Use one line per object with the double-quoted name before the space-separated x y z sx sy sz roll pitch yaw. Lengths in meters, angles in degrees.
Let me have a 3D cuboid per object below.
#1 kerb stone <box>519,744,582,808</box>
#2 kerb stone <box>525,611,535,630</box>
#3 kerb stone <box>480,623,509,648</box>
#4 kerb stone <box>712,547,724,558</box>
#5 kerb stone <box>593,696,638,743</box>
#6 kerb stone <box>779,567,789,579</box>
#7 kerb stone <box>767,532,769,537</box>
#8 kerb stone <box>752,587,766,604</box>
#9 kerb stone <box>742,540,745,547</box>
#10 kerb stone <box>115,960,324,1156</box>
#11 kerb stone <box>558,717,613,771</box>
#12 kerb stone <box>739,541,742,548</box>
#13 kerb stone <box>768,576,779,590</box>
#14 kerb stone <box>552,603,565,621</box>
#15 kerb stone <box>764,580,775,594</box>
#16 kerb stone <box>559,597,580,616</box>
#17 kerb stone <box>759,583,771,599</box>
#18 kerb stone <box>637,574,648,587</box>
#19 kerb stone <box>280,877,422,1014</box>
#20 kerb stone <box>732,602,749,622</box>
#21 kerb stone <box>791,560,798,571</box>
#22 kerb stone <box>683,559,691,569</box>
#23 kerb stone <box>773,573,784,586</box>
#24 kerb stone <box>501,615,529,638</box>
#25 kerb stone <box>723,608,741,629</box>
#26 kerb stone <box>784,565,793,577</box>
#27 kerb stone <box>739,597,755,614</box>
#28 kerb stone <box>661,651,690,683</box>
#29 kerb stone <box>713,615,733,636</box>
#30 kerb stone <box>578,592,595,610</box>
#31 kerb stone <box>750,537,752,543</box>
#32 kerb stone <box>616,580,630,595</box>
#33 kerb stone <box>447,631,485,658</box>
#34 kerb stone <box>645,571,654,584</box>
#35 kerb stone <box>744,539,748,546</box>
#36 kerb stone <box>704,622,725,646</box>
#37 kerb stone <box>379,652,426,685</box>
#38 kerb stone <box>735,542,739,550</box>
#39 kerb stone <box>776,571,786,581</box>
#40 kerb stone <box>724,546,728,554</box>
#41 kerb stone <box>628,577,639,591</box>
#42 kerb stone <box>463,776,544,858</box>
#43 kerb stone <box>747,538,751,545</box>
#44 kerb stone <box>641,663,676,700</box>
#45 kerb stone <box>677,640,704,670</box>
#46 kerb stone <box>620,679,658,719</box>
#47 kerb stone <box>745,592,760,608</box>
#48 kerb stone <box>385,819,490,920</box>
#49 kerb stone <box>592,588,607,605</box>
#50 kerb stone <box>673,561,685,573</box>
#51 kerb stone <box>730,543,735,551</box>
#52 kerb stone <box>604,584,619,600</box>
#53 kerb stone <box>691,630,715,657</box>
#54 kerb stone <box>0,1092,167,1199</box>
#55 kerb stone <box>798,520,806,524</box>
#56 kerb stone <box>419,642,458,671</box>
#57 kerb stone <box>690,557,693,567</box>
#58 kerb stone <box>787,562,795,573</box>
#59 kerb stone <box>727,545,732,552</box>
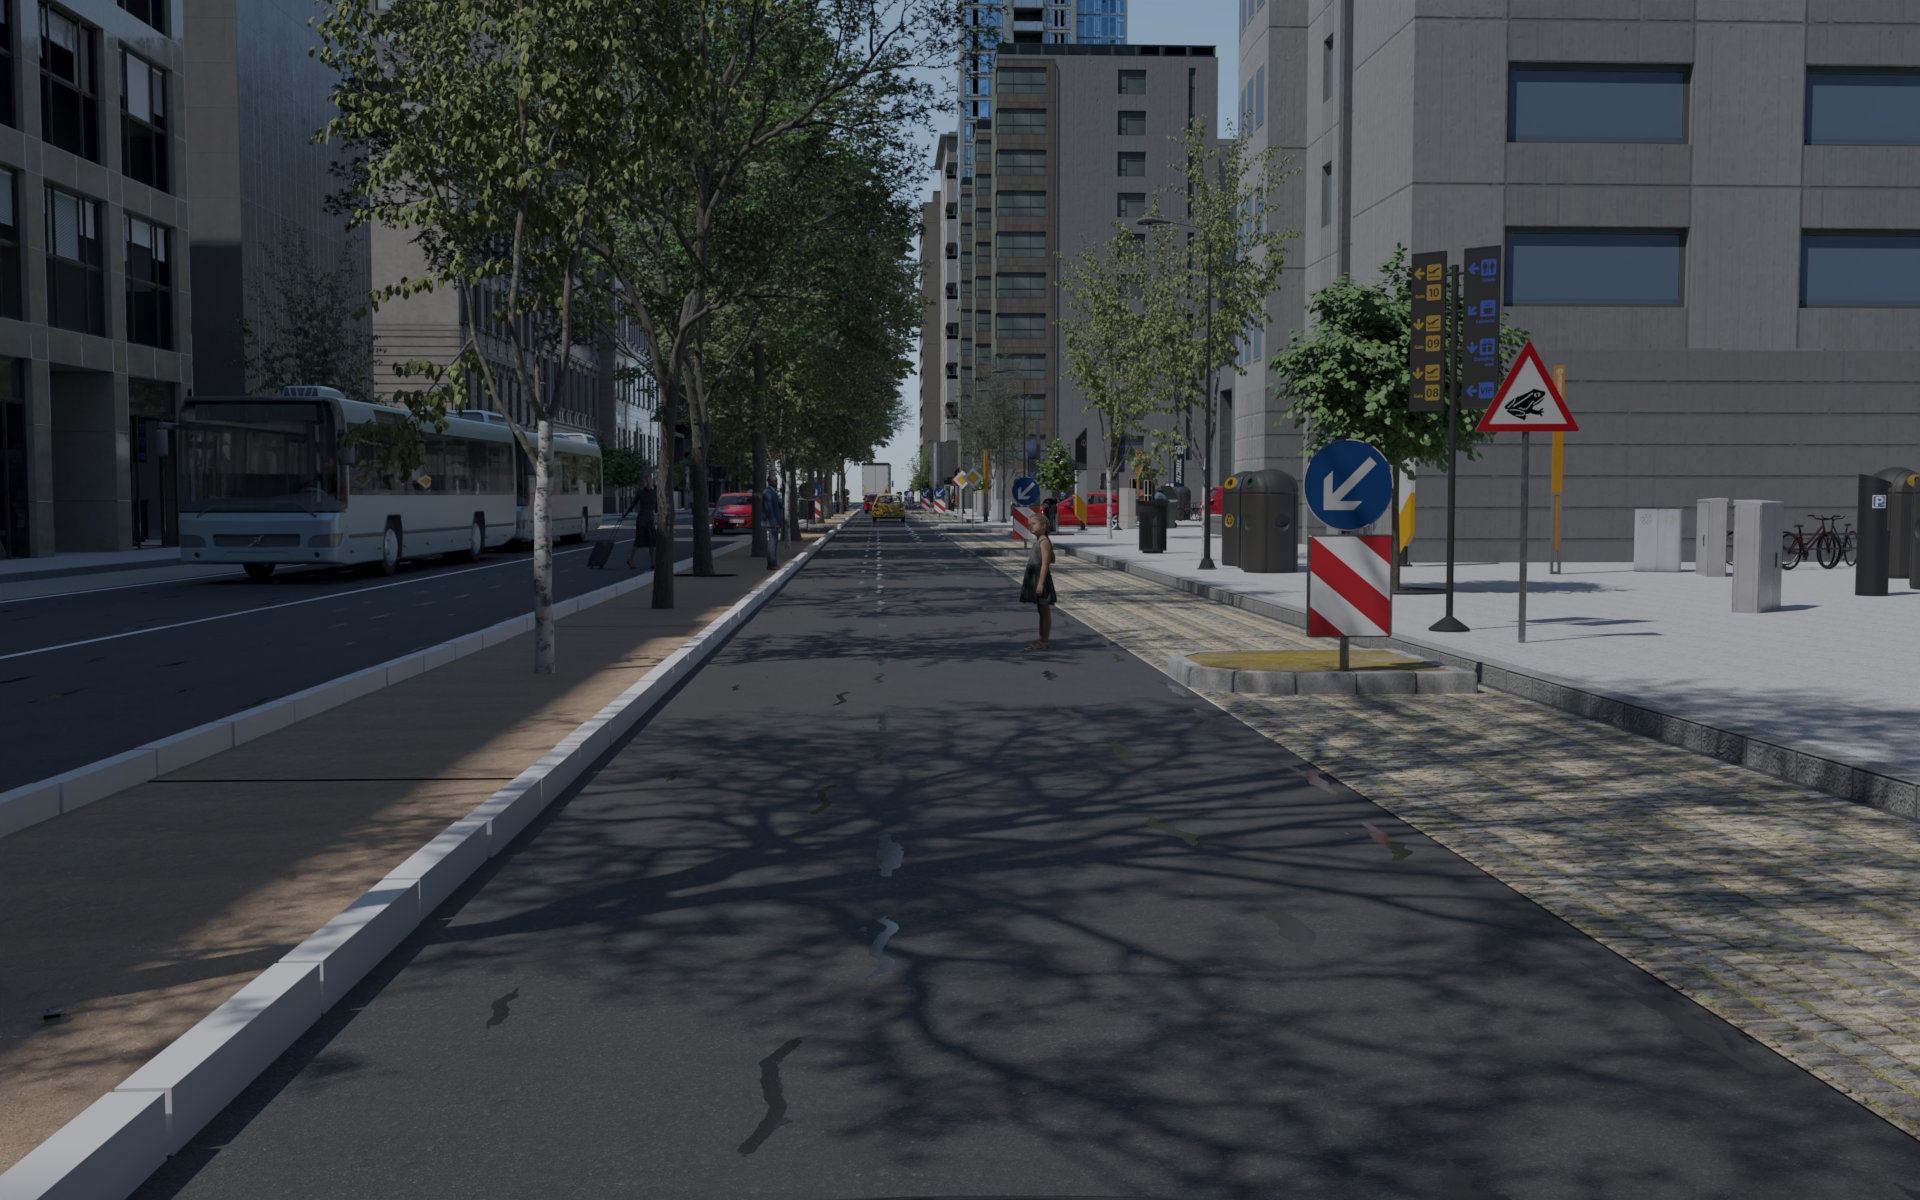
"kerb stone" -1.978 0.853 8.343 0.120 0.150 1.000 0 4 -3
"kerb stone" -4.570 0.228 18.466 0.120 0.150 1.000 0 4 -3
"kerb stone" -4.466 0.356 16.413 0.120 0.150 1.000 0 4 -3
"kerb stone" -5.601 -1.084 39.980 0.120 0.150 1.000 0 4 -3
"kerb stone" -2.077 0.725 10.388 0.120 0.150 1.000 0 4 -3
"kerb stone" -2.969 -0.406 28.832 0.120 0.150 1.000 0 4 -3
"kerb stone" -6.578 -2.341 60.478 0.120 0.150 1.000 0 4 -3
"kerb stone" -2.668 -0.029 22.667 0.120 0.150 1.000 0 4 -3
"kerb stone" -5.896 -1.465 46.141 0.120 0.150 1.000 0 4 -3
"kerb stone" -1.788 1.098 4.242 0.120 0.150 1.000 0 4 -3
"kerb stone" -2.031 0.786 9.367 0.120 0.150 1.000 0 4 -3
"kerb stone" -5.847 -1.399 45.120 0.120 0.150 1.000 0 4 -3
"kerb stone" -2.814 -0.217 25.748 0.120 0.150 1.000 0 4 -3
"kerb stone" -4.622 0.166 19.487 0.120 0.150 1.000 0 4 -3
"kerb stone" -2.761 -0.154 24.719 0.120 0.150 1.000 0 4 -3
"kerb stone" -4.680 0.103 20.515 0.120 0.150 1.000 0 4 -3
"kerb stone" -2.710 -0.091 23.691 0.120 0.150 1.000 0 4 -3
"kerb stone" -4.963 -0.270 26.657 0.120 0.150 1.000 0 4 -3
"kerb stone" -1.836 1.036 5.263 0.120 0.150 1.000 0 4 -3
"kerb stone" -2.516 0.159 19.600 0.120 0.150 1.000 0 4 -3
"kerb stone" -3.113 -0.593 31.896 0.120 0.150 1.000 0 4 -3
"kerb stone" -5.258 -0.649 32.802 0.120 0.150 1.000 0 4 -3
"kerb stone" -2.855 -0.280 26.773 0.120 0.150 1.000 0 4 -3
"kerb stone" -4.525 0.291 17.437 0.120 0.150 1.000 0 4 -3
"kerb stone" -2.476 0.225 18.572 0.120 0.150 1.000 0 4 -3
"kerb stone" -3.008 -0.464 29.854 0.120 0.150 1.000 0 4 -3
"kerb stone" -2.572 0.096 20.621 0.120 0.150 1.000 0 4 -3
"kerb stone" -2.228 0.535 13.451 0.120 0.150 1.000 0 4 -3
"kerb stone" -2.426 0.285 17.541 0.120 0.150 1.000 0 4 -3
"kerb stone" -4.716 0.040 21.537 0.120 0.150 1.000 0 4 -3
"kerb stone" -6.044 -1.652 49.204 0.120 0.150 1.000 0 4 -3
"kerb stone" -4.855 -0.148 24.607 0.120 0.150 1.000 0 4 -3
"kerb stone" -4.421 0.416 15.392 0.120 0.150 1.000 0 4 -3
"kerb stone" -5.017 -0.336 27.685 0.120 0.150 1.000 0 4 -3
"kerb stone" -5.943 -1.527 47.162 0.120 0.150 1.000 0 4 -3
"kerb stone" -2.374 0.347 16.517 0.120 0.150 1.000 0 4 -3
"kerb stone" -4.325 0.542 13.336 0.120 0.150 1.000 0 4 -3
"kerb stone" -5.800 -1.336 44.086 0.120 0.150 1.000 0 4 -3
"kerb stone" -2.914 -0.335 27.797 0.120 0.150 1.000 0 4 -3
"kerb stone" -5.654 -1.150 41.006 0.120 0.150 1.000 0 4 -3
"kerb stone" -4.916 -0.205 25.628 0.120 0.150 1.000 0 4 -3
"kerb stone" -1.926 0.910 7.311 0.120 0.150 1.000 0 4 -3
"kerb stone" -5.989 -1.585 48.184 0.120 0.150 1.000 0 4 -3
"kerb stone" -2.179 0.597 12.430 0.120 0.150 1.000 0 4 -3
"kerb stone" -2.275 0.472 14.472 0.120 0.150 1.000 0 4 -3
"kerb stone" -2.128 0.665 11.409 0.120 0.150 1.000 0 4 -3
"kerb stone" -2.623 0.034 21.644 0.120 0.150 1.000 0 4 -3
"kerb stone" -1.890 0.973 6.289 0.120 0.150 1.000 0 4 -3
"kerb stone" -4.766 -0.022 22.558 0.120 0.150 1.000 0 4 -3
"kerb stone" -5.216 -0.585 31.781 0.120 0.150 1.000 0 4 -3
"kerb stone" -5.750 -1.276 43.065 0.120 0.150 1.000 0 4 -3
"kerb stone" -4.815 -0.085 23.586 0.120 0.150 1.000 0 4 -3
"kerb stone" -2.324 0.410 15.493 0.120 0.150 1.000 0 4 -3
"kerb stone" -1.742 1.161 3.220 0.120 0.150 1.000 0 4 -3
"kerb stone" -7.783 -3.878 85.604 0.120 0.150 1.000 0 4 -3
"kerb stone" -4.370 0.483 14.361 0.120 0.150 1.000 0 4 -3
"kerb stone" -5.306 -0.711 33.823 0.120 0.150 1.000 0 4 -3
"kerb stone" -3.066 -0.531 30.874 0.120 0.150 1.000 0 4 -3
"kerb stone" -5.701 -1.202 42.037 0.120 0.150 1.000 0 4 -3
